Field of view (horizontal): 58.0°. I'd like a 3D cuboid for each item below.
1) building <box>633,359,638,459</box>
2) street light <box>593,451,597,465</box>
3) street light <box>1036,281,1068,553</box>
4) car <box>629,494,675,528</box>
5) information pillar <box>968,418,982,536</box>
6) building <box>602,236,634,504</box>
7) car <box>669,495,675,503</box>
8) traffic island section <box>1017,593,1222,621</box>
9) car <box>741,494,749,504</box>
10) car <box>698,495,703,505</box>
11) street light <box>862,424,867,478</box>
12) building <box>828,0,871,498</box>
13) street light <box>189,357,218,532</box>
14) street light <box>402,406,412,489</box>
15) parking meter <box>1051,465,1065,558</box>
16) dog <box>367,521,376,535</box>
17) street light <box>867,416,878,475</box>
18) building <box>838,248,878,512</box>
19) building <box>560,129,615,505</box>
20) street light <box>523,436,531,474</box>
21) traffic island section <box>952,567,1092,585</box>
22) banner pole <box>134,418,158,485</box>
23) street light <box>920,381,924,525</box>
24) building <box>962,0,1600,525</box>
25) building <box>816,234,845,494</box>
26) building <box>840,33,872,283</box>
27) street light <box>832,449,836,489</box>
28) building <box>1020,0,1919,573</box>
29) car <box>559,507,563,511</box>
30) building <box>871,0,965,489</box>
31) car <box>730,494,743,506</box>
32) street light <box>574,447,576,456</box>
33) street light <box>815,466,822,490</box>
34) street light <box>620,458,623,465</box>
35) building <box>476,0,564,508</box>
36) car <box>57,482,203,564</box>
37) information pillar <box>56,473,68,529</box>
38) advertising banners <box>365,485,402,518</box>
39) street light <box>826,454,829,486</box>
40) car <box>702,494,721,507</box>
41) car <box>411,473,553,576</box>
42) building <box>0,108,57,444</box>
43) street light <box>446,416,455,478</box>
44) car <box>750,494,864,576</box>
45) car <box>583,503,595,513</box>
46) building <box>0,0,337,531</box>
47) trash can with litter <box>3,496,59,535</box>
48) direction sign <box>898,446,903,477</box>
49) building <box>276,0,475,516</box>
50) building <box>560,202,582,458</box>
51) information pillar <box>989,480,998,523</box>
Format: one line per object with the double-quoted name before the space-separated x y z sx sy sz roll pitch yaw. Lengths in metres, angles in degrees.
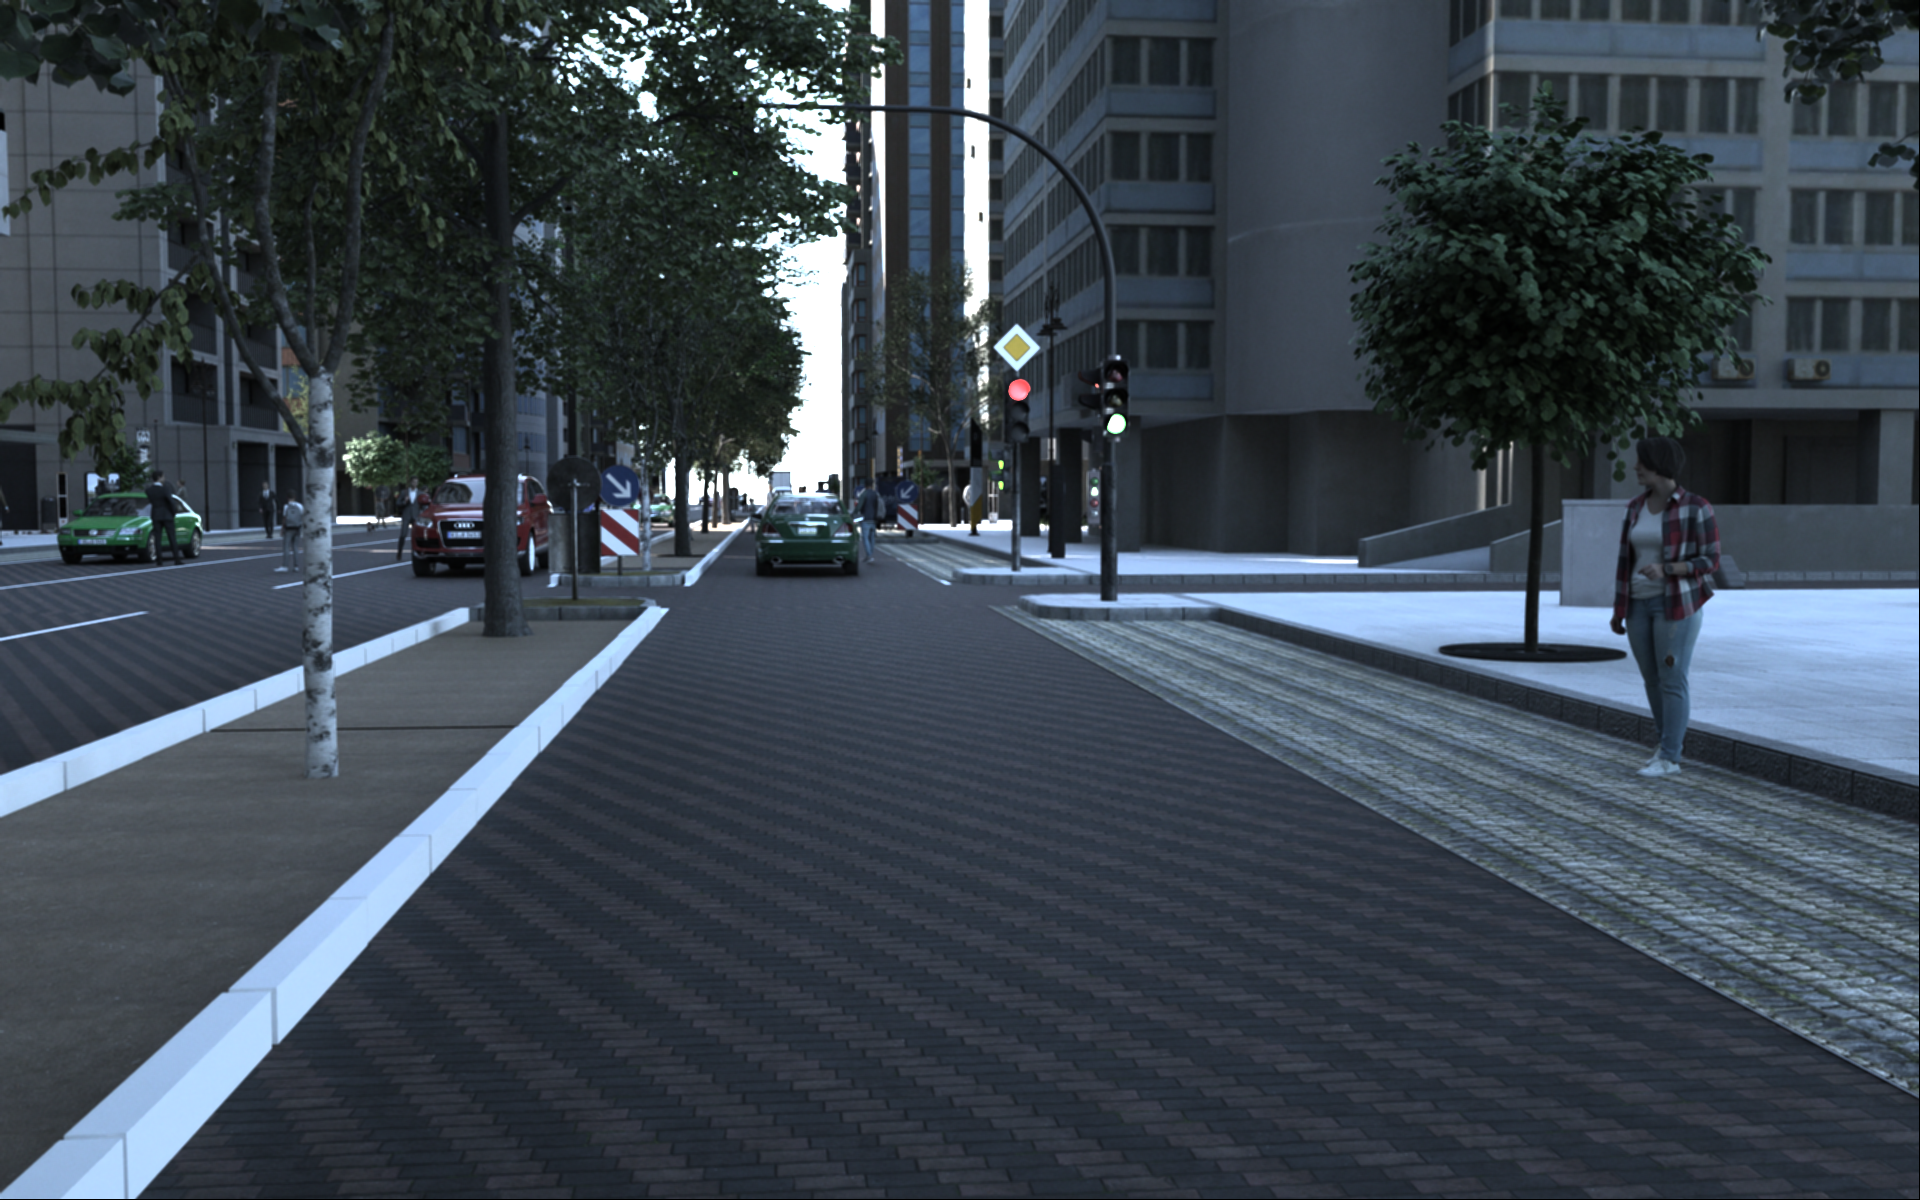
"building" -53.473 -34.518 247.969 14.154 41.232 14.086 0 4 -6
"street light" -39.093 -13.008 185.466 0.468 5.910 1.993 0 4 -6
"street light" 1.994 -3.974 37.770 0.468 5.910 1.993 0 4 -6
"car" -13.250 -3.872 75.111 2.131 1.459 4.920 0 4 -7
"information pillar" 0.492 -3.793 53.376 0.183 3.616 0.504 3 5 40
"building" -51.640 -35.670 233.307 14.600 45.320 14.200 0 4 -6
"car" -27.767 -9.392 166.143 1.945 1.354 3.894 0 4 -5
"traffic island section" 1.802 0.088 20.845 2.009 0.180 2.903 0 4 -6
"car" -30.320 -14.061 240.116 2.015 1.641 3.980 0 4 -8
"car" -34.979 -13.769 237.700 1.945 1.354 3.894 0 4 -5
"street light" -6.160 -8.641 114.062 0.468 5.910 1.993 0 4 -6
"building" -5.165 -46.856 204.344 20.563 71.187 20.611 0 4 -6
"street light" -25.487 -5.241 58.485 0.468 5.910 1.993 0 4 -6
"street light" -28.885 -7.201 90.523 0.468 5.910 1.993 0 4 -6
"parking meter" 1.970 -1.774 34.708 0.255 1.863 0.399 0 4 8
"dog" -20.519 -2.512 60.354 0.406 0.507 0.540 -3 5 -39
"street light" -5.080 -7.979 103.249 0.468 5.910 1.993 0 4 -6
"building" 4.722 -17.914 137.926 27.650 21.520 28.899 0 4 -6
"building" -51.346 -33.163 196.831 22.147 44.769 28.867 0 4 -6
"street light" -33.692 -9.915 134.903 0.468 5.910 1.993 0 4 -6
"traffic island section" 0.953 -0.398 28.785 2.009 0.180 2.903 0 4 -6
"banner pole" -26.811 -4.115 57.305 0.863 3.779 0.401 -2 4 -34
"street light" -1.561 -5.992 70.760 0.468 5.910 1.993 0 4 -6
"building" 13.101 -24.539 93.097 32.217 40.220 23.993 0 4 -6
"building" -2.649 -32.787 227.944 32.217 40.220 23.993 0 4 -6
"building" -0.143 -31.258 165.691 22.147 44.769 28.867 0 4 -6
"street light" -13.040 -12.604 178.854 0.468 5.910 1.993 0 4 -6
"building" 13.885 -21.518 43.709 23.993 40.220 32.217 0 4 -6
"car" -32.557 -8.301 145.304 1.945 1.707 3.694 0 4 -4
"building" 1.454 -28.420 114.775 14.600 45.320 14.200 0 4 -6
"car" -27.569 -12.312 213.094 2.131 1.459 4.920 0 4 -5
"street light" -37.238 -11.928 167.815 0.468 5.910 1.993 0 4 -6
"street light" -18.558 -15.704 229.552 0.468 5.910 1.993 0 4 -6
"street light" -42.549 -14.999 218.018 0.468 5.910 1.993 0 4 -6
"building" -45.299 -36.720 142.376 21.231 58.520 28.212 0 4 -6
"car" -17.736 -1.734 37.144 1.959 1.807 4.718 0 4 -7
"information pillar" -30.954 -3.378 59.730 0.304 2.012 0.304 -2 4 -30
"advertising banners" -30.502 -5.831 91.529 2.074 3.025 0.090 -2 4 -26
"street light" -15.038 -13.718 197.072 0.468 5.910 1.993 0 4 -6
"car" -24.634 -10.002 172.569 2.155 1.783 4.494 0 4 -6
"car" -8.679 -1.421 31.910 2.281 1.827 5.304 0 4 -6
"building" -39.344 -27.348 36.380 28.713 52.752 27.495 0 4 -6
"street light" -30.311 -7.956 102.863 0.468 5.910 1.993 0 4 -6
"car" -2.813 -1.231 31.931 2.131 1.459 4.920 0 4 -5
"car" -27.842 -7.232 127.827 1.945 1.707 3.694 0 4 -7
"building" -37.082 -38.547 68.499 20.563 71.187 20.611 0 4 -6
"trash can with litter" -29.599 -2.715 55.445 1.678 1.210 2.233 3 4 36
"direction sign" -2.832 -5.506 82.018 0.379 3.537 0.876 -1 4 -16
"building" -43.190 -28.119 114.373 22.147 44.769 28.867 0 4 -6
"building" -43.949 -24.032 164.617 14.160 30.474 14.107 0 4 -6
"information pillar" 1.463 -4.371 75.964 0.304 2.012 0.304 -3 4 -38
